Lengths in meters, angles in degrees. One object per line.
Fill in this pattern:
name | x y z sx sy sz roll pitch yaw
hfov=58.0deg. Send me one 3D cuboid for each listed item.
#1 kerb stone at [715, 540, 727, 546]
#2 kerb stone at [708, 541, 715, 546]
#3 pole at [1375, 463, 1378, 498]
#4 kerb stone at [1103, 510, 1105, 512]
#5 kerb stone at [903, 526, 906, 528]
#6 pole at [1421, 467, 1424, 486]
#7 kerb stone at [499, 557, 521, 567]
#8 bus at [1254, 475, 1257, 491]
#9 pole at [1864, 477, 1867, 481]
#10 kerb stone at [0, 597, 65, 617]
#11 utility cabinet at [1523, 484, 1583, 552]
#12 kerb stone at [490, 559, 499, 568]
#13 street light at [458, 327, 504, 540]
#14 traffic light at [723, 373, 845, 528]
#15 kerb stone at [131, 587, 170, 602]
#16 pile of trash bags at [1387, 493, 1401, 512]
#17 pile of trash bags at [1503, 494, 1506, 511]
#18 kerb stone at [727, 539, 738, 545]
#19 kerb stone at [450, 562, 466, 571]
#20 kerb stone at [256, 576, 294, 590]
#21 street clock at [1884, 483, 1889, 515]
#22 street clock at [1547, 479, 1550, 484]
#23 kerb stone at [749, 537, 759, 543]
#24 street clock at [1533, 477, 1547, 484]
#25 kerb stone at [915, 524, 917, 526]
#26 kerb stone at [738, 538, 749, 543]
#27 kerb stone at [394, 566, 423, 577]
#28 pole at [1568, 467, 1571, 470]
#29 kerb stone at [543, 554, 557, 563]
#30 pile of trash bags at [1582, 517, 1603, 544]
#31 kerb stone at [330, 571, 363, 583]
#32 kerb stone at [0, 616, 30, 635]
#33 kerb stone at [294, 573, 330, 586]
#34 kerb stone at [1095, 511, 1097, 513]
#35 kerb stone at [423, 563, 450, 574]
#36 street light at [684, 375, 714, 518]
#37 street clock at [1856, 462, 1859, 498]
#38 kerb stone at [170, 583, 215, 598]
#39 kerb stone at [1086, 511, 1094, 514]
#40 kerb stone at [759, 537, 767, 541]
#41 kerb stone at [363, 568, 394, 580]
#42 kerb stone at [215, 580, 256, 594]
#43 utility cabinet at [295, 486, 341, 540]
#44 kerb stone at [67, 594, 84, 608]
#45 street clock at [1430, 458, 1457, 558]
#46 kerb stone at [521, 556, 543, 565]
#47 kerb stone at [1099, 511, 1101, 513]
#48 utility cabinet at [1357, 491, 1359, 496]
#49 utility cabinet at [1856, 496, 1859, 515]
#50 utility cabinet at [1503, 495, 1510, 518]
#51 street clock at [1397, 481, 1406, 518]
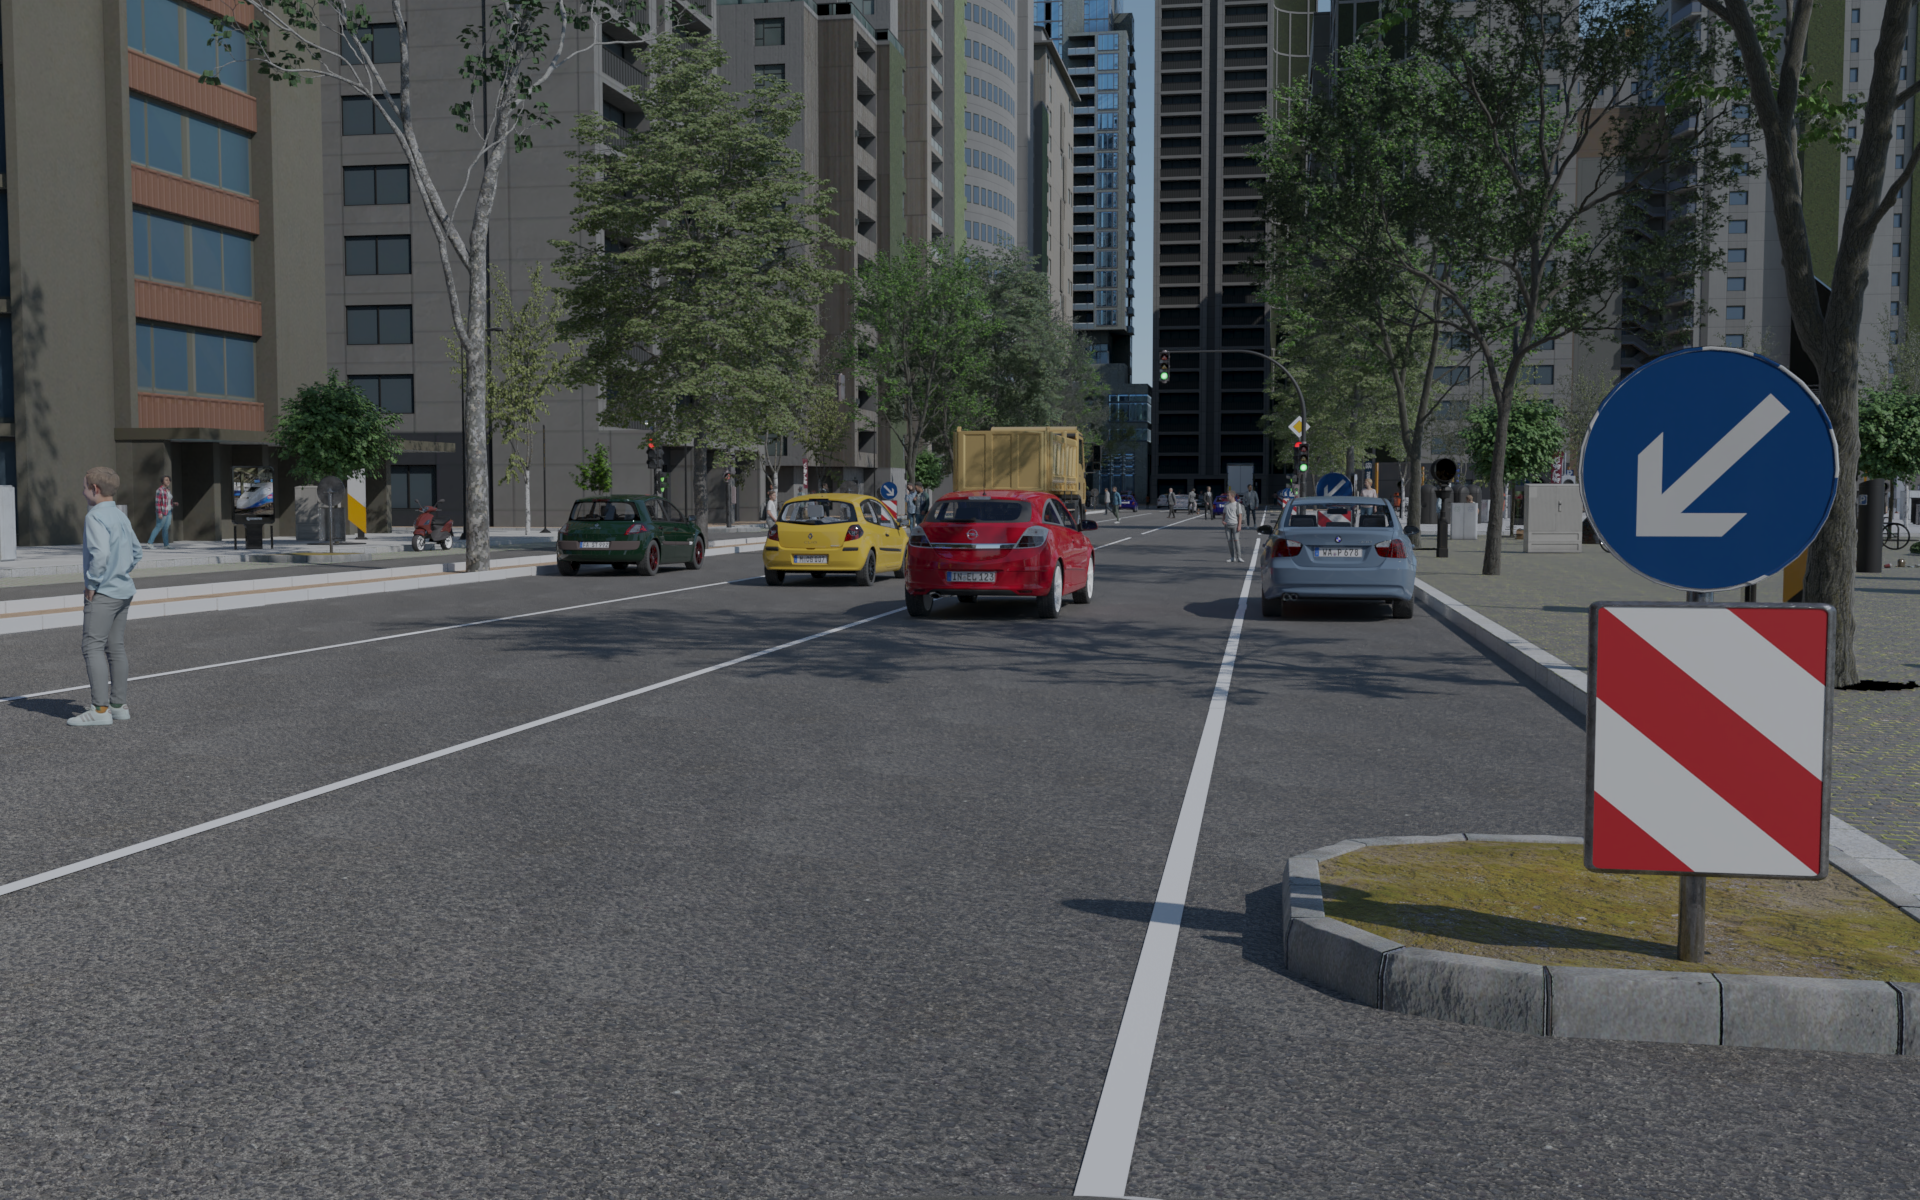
kerb stone | -6.667 -1.542 47.407 0.120 0.150 1.000 1 4 10
kerb stone | -6.840 -1.473 46.400 0.120 0.150 1.000 1 4 10
pole | 27.299 -7.320 113.531 0.158 3.312 0.155 0 3 0
kerb stone | 10.837 -6.801 133.396 0.120 0.150 1.000 1 4 10
kerb stone | -2.236 -3.056 72.157 0.120 0.150 1.000 1 4 10
pole | 34.632 -8.310 129.713 0.158 3.312 0.155 0 3 0
kerb stone | -9.004 -0.736 34.290 0.120 0.150 1.000 1 4 10
bus | 30.232 -11.838 185.102 2.896 3.916 12.252 1 4 10
pole | 56.050 -6.936 107.247 0.158 3.312 0.155 0 3 0
kerb stone | -11.346 0.066 21.163 0.120 0.150 1.000 1 4 10
utility cabinet | 12.853 -1.764 37.527 1.173 1.500 0.318 0 4 -1
kerb stone | -9.184 -0.677 33.284 0.120 0.150 1.000 1 4 10
street light | -13.377 -4.640 48.406 1.470 5.913 1.316 1 4 10
traffic light | -6.716 -5.559 65.561 4.771 5.953 1.251 1 4 10
kerb stone | -10.983 -0.061 23.185 0.120 0.150 1.000 1 4 10
pile of trash bags | 32.017 -6.826 121.359 3.447 1.369 1.912 3 5 43
pile of trash bags | 37.206 -6.232 111.646 1.912 1.369 3.447 -3 4 -36
kerb stone | -6.486 -1.603 48.425 0.120 0.150 1.000 1 4 10
kerb stone | -9.362 -0.616 32.273 0.120 0.150 1.000 1 4 10
kerb stone | -10.451 -0.246 26.213 0.120 0.150 1.000 1 4 10
street clock | 57.878 -6.353 108.435 0.358 2.002 0.471 -3 4 -38
street clock | 28.697 -4.920 85.015 0.358 2.002 0.471 -1 4 -13
kerb stone | -6.120 -1.728 50.443 0.120 0.150 1.000 1 4 10
street clock | 24.892 -4.280 74.556 0.471 2.002 0.358 1 4 20
kerb stone | -2.056 -3.117 73.173 0.120 0.150 1.000 1 4 10
kerb stone | -6.294 -1.665 49.429 0.120 0.150 1.000 1 4 10
kerb stone | -9.723 -0.492 30.247 0.120 0.150 1.000 1 4 10
pole | 45.356 -8.269 129.044 0.158 3.312 0.155 0 3 0
kerb stone | -8.646 -0.859 36.310 0.120 0.150 1.000 1 4 10
pile of trash bags | 15.804 -2.138 44.715 1.912 1.369 3.447 3 4 37
kerb stone | -10.082 -0.369 28.231 0.120 0.150 1.000 1 4 10
kerb stone | -9.820 0.271 17.767 0.120 0.150 1.000 1 4 10
kerb stone | -10.268 -0.308 27.224 0.120 0.150 1.000 1 4 10
kerb stone | 9.748 -6.426 127.341 0.120 0.150 1.000 1 4 10
kerb stone | -9.548 -0.554 31.263 0.120 0.150 1.000 1 4 10
street light | -10.080 -5.769 66.860 1.470 5.913 1.316 1 4 10
street clock | 17.926 -1.853 34.867 0.358 2.002 0.471 2 4 26
kerb stone | -10.802 -0.122 24.191 0.120 0.150 1.000 1 4 10
kerb stone | 9.390 -6.299 125.318 0.120 0.150 1.000 1 4 10
kerb stone | -5.937 -1.783 51.456 0.120 0.150 1.000 1 4 10
kerb stone | -9.907 -0.429 29.238 0.120 0.150 1.000 1 4 10
kerb stone | -10.632 -0.184 25.207 0.120 0.150 1.000 1 4 10
utility cabinet | -17.529 -2.361 47.284 1.173 1.500 0.318 0 4 8
kerb stone | -11.172 0.002 22.170 0.120 0.150 1.000 1 4 10
street clock | 9.744 -1.858 34.949 0.471 2.002 0.358 0 4 -4
kerb stone | -8.824 -0.802 35.304 0.120 0.150 1.000 1 4 10
kerb stone | 10.294 -6.616 130.365 0.120 0.150 1.000 1 4 10
utility cabinet | 29.430 -7.455 130.565 1.173 1.500 0.318 1 4 23
utility cabinet | 48.260 -5.144 92.788 0.318 1.500 1.173 -1 4 -16
utility cabinet | 29.023 -4.952 92.125 0.306 1.237 1.020 -3 5 -39
street clock | 23.568 -5.378 92.496 0.471 2.002 0.358 1 4 12
